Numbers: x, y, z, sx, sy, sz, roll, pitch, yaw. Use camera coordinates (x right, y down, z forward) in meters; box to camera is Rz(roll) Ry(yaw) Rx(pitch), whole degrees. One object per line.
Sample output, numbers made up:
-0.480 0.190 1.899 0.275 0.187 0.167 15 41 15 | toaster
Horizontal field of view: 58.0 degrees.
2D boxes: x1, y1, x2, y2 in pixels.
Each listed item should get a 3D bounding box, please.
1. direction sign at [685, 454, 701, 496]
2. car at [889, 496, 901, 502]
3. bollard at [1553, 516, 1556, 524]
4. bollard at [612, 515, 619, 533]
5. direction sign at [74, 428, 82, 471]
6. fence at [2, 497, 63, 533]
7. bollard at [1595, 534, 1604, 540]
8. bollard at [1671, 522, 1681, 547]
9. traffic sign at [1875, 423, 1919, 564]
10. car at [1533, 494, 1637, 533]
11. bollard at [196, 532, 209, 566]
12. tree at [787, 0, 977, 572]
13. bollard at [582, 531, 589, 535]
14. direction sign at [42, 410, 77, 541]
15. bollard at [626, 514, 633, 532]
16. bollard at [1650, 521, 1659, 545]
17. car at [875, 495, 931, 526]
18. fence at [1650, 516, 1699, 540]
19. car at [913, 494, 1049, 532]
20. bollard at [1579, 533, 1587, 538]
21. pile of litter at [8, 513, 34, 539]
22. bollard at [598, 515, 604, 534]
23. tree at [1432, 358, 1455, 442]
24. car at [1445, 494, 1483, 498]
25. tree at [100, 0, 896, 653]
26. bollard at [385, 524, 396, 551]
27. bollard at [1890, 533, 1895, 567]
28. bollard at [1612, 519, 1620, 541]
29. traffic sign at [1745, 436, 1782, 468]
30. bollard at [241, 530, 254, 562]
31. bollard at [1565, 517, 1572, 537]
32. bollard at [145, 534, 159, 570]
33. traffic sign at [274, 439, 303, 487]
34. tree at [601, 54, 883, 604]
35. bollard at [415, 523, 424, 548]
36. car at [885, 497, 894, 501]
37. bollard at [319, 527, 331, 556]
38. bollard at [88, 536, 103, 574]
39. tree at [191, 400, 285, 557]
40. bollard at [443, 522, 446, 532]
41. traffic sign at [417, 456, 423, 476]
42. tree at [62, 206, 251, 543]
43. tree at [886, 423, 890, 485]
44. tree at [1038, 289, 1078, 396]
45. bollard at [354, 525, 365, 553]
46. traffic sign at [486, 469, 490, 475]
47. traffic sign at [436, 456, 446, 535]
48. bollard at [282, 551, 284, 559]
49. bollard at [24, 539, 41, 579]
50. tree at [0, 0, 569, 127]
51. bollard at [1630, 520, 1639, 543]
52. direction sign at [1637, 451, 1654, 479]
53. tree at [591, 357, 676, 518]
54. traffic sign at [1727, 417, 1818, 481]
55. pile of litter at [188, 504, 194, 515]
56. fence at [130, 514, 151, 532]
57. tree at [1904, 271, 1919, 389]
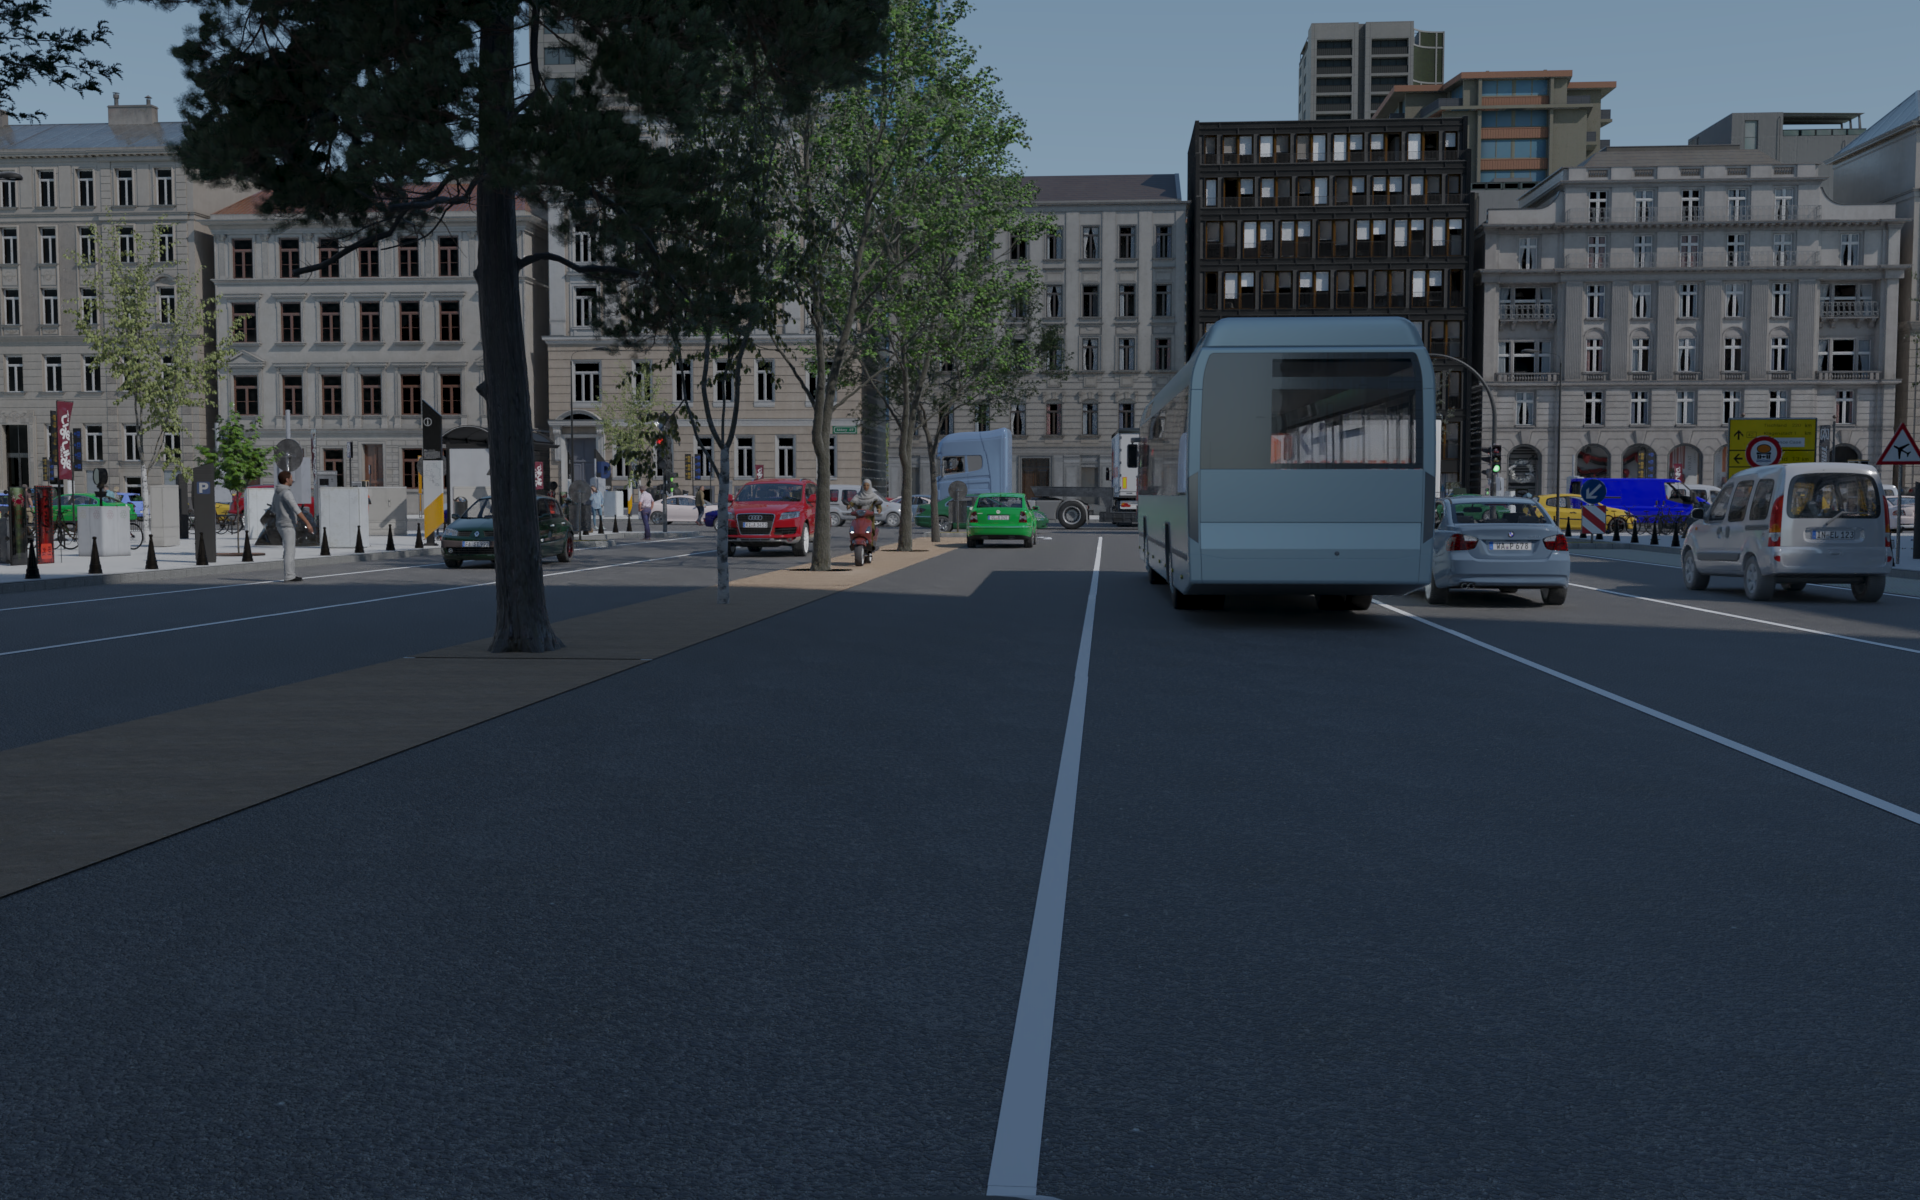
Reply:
-15.046 -6.459 97.594 0.876 3.537 0.379 0 4 -7 | direction sign
-2.652 -4.258 81.984 4.827 1.381 2.083 0 4 4 | car
18.425 -2.303 53.703 0.229 0.601 0.229 0 3 0 | bollard
-11.416 -2.528 57.378 0.229 0.601 0.229 0 3 0 | bollard
-30.533 -4.134 59.589 0.876 3.537 0.379 1 4 19 | direction sign
-31.007 -2.849 57.786 2.264 1.192 0.480 1 4 11 | fence
18.007 -2.001 48.760 0.229 0.601 0.229 0 3 0 | bollard
17.450 -1.601 42.214 0.229 0.601 0.229 0 3 0 | bollard
17.152 -1.933 31.612 0.884 2.594 0.081 0 4 7 | traffic sign
22.190 -3.179 62.204 3.980 1.641 2.015 0 4 6 | car
-13.635 -0.924 31.148 0.229 0.601 0.229 0 3 0 | bollard
-2.472 -6.323 31.598 9.928 11.665 9.643 0 3 0 | tree
-11.695 -2.328 54.098 0.229 0.601 0.229 0 3 0 | bollard
-24.610 -3.382 47.301 0.379 3.537 0.876 0 4 -7 | direction sign
-11.273 -2.629 59.020 0.229 0.601 0.229 0 3 0 | bollard
17.590 -1.701 43.851 0.229 0.601 0.229 0 3 0 | bollard
-2.206 -4.064 78.443 4.499 1.417 2.014 0 4 5 | car
19.679 -1.960 47.413 0.278 0.683 2.069 -1 4 -15 | fence
0.769 -3.125 62.889 4.920 1.459 2.131 0 4 3 | car
18.145 -2.102 50.406 0.229 0.601 0.229 0 3 0 | bollard
-24.859 -1.899 45.018 1.176 0.858 1.719 2 4 25 | pile of litter
-11.556 -2.428 55.734 0.229 0.601 0.229 0 3 0 | bollard
25.057 -8.828 94.703 4.360 8.622 3.978 0 3 0 | tree
24.192 -4.432 84.269 4.920 1.459 2.131 0 4 4 | car
-4.179 -6.469 15.641 7.806 13.903 7.818 0 3 0 | tree
-12.941 -1.425 39.338 0.229 0.601 0.229 0 3 0 | bollard
16.477 -0.898 30.724 0.229 0.601 0.229 0 3 0 | bollard
17.866 -1.901 47.123 0.229 0.601 0.229 0 3 0 | bollard
17.500 -2.305 37.794 0.768 2.556 0.104 0 4 7 | traffic sign
-13.497 -1.025 32.793 0.229 0.601 0.229 0 3 0 | bollard
18.286 -2.203 52.055 0.229 0.601 0.229 0 3 0 | bollard
-13.778 -0.823 29.505 0.229 0.601 0.229 0 3 0 | bollard
-15.430 -2.426 39.778 0.768 2.556 0.104 1 4 14 | traffic sign
-3.071 -4.260 22.477 4.360 8.622 3.978 0 3 0 | tree
-12.803 -1.526 40.984 0.229 0.601 0.229 0 3 0 | bollard
-4.955 -4.661 84.878 5.304 1.827 2.281 0 4 3 | car
-13.225 -1.225 36.066 0.229 0.601 0.229 0 3 0 | bollard
-13.918 -0.723 27.866 0.229 0.601 0.229 0 3 0 | bollard
-15.145 -2.529 35.956 1.663 3.219 1.824 0 3 0 | tree
-12.670 -1.626 42.620 0.229 0.601 0.229 0 3 0 | bollard
-17.011 -3.384 55.427 0.768 2.556 0.104 0 4 8 | traffic sign
-21.095 -5.797 45.149 4.737 8.622 4.395 0 3 0 | tree
-6.343 -12.179 149.491 4.737 8.622 4.395 0 3 0 | tree
-0.666 -7.002 51.353 8.767 10.594 7.601 0 4 5 | tree
-13.080 -1.325 37.702 0.229 0.601 0.229 0 3 0 | bollard
-13.084 -3.022 49.410 0.884 2.594 0.081 0 4 6 | traffic sign
-16.488 -3.332 54.585 0.768 2.556 0.104 0 4 7 | traffic sign
-13.362 -1.125 34.430 0.229 0.601 0.229 0 3 0 | bollard
-14.052 -0.623 26.229 0.229 0.601 0.229 0 3 0 | bollard
-4.237 -4.279 6.829 8.767 10.594 7.601 0 4 5 | tree
17.728 -1.801 45.487 0.229 0.601 0.229 0 3 0 | bollard
35.775 -6.020 90.420 0.876 3.537 0.379 0 4 -8 | direction sign
-17.352 -8.680 92.279 4.737 8.622 4.395 0 3 0 | tree
21.612 -3.199 46.169 2.265 3.308 0.079 0 4 6 | traffic sign
-43.223 -5.022 96.076 1.176 0.858 1.719 2 4 28 | pile of litter
-24.479 -2.248 52.125 0.278 0.683 2.069 2 4 27 | fence
30.598 -6.244 52.449 4.360 8.622 3.978 0 3 0 | tree
